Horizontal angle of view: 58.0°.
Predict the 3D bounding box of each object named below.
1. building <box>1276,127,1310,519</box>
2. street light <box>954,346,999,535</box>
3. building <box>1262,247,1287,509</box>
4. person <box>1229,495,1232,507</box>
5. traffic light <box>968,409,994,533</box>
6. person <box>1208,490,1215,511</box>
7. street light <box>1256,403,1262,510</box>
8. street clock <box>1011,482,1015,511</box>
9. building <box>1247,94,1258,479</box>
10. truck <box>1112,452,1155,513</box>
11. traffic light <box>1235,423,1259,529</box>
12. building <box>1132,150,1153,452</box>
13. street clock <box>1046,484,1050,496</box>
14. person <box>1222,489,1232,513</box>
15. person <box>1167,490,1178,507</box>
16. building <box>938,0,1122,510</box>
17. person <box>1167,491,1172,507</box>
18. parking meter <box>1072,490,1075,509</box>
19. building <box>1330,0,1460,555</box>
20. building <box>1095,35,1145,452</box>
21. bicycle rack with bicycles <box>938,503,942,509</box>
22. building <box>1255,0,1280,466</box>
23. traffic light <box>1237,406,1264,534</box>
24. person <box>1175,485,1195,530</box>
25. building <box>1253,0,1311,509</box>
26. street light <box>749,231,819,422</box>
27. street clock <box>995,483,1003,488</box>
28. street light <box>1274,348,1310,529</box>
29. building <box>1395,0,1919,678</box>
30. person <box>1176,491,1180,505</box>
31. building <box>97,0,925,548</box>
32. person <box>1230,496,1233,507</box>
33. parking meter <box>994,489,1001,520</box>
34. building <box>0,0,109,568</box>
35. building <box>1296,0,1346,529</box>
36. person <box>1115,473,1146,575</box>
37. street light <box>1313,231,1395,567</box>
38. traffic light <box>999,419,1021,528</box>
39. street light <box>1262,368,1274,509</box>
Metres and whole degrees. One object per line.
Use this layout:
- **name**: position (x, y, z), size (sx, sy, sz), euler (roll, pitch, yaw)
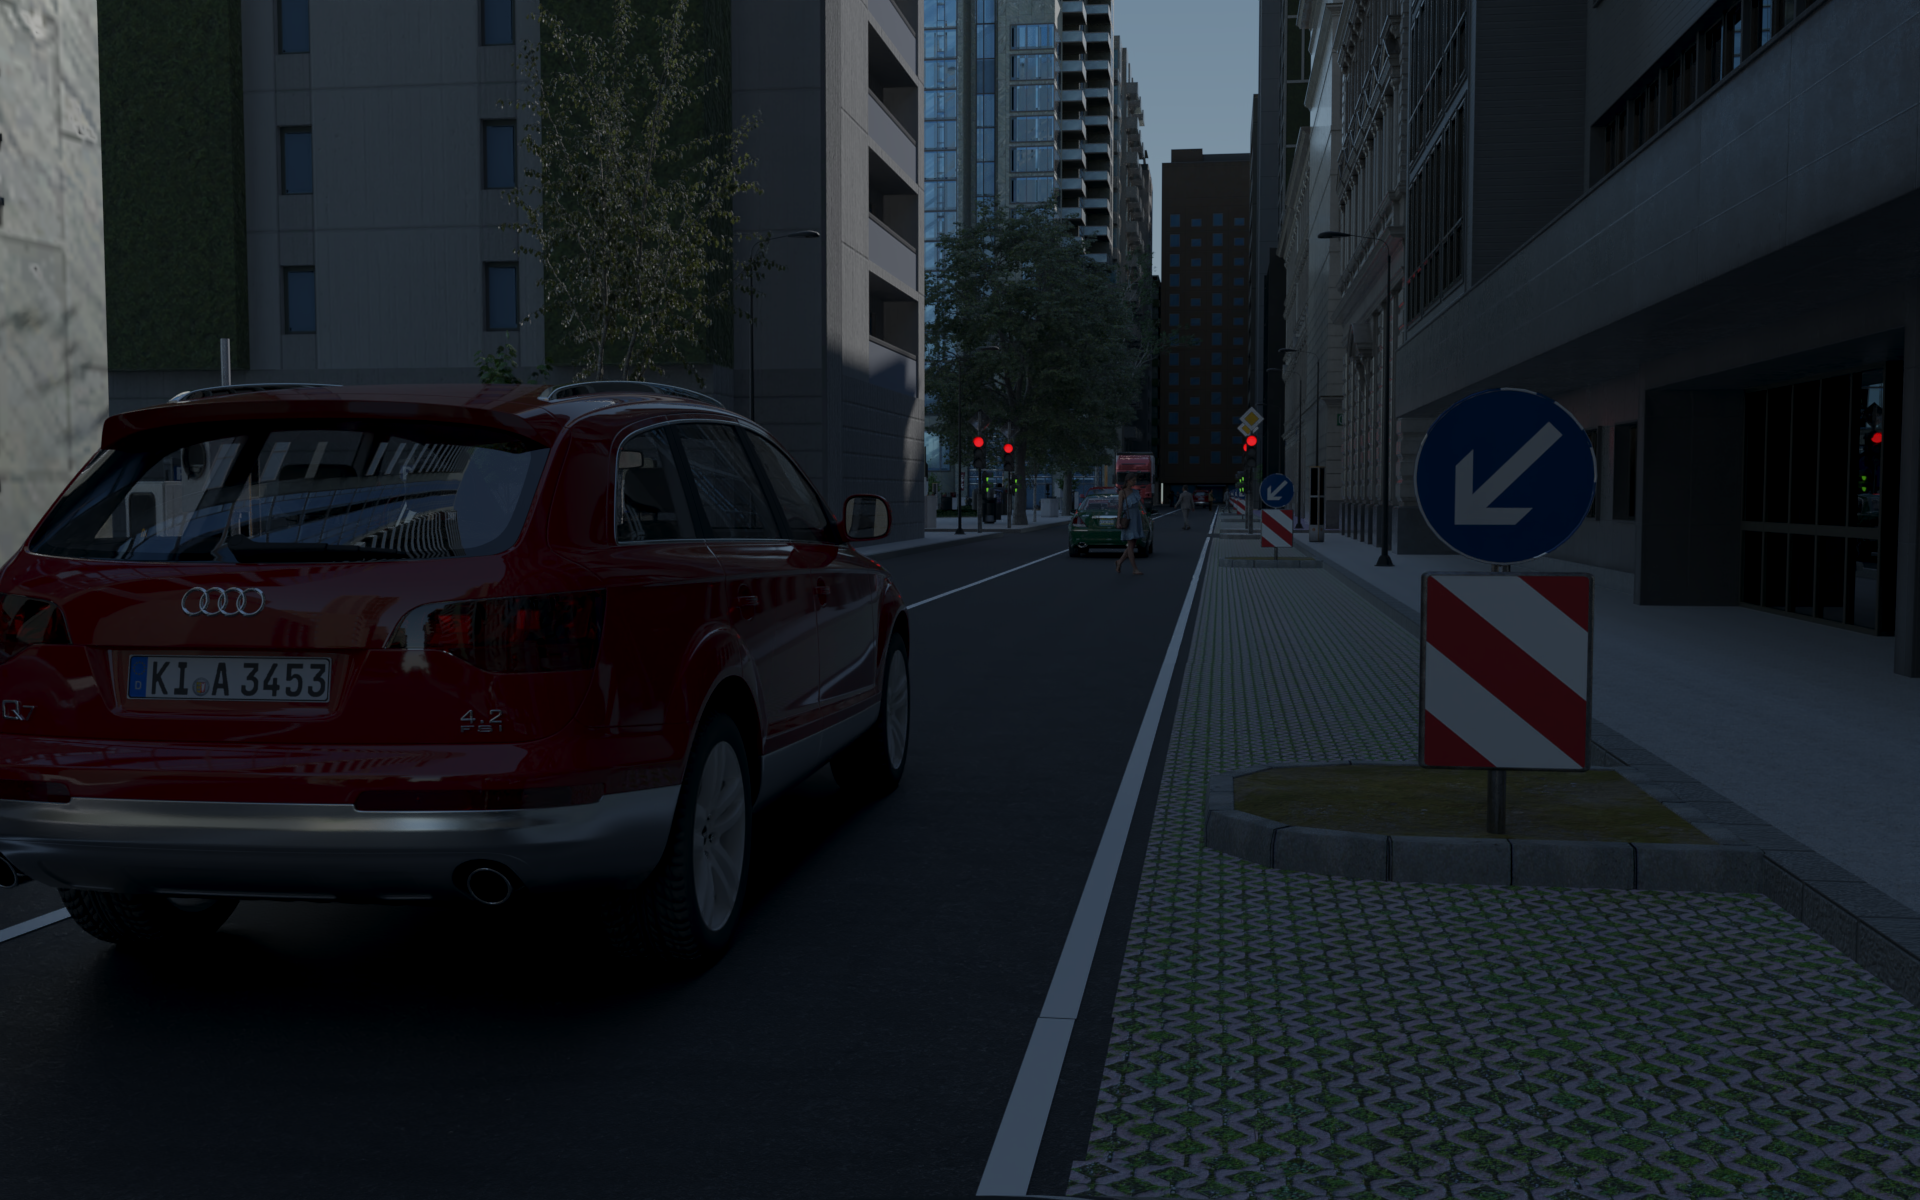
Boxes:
- **building**: position (26.313, -16.787, 110.629), size (11.583, 22.565, 21.152), euler (1, 4, 9)
- **street light**: position (0.528, -5.025, 54.697), size (1.470, 5.913, 1.316), euler (1, 4, 9)
- **building**: position (28.990, -18.299, 128.868), size (12.332, 23.373, 15.834), euler (1, 4, 9)
- **person**: position (26.856, -9.906, 170.462), size (1.348, 1.824, 0.705), euler (-3, 4, -39)
- **traffic light**: position (0.669, -4.159, 56.922), size (0.839, 4.253, 0.868), euler (1, 4, 9)
- **person**: position (21.031, -8.348, 145.081), size (0.705, 1.812, 1.348), euler (-1, 4, -13)
- **street light**: position (15.816, -7.098, 88.597), size (1.470, 5.913, 1.316), euler (1, 4, 9)
- **street clock**: position (2.734, -4.970, 85.834), size (0.471, 2.002, 0.358), euler (0, 4, 2)
- **building**: position (44.196, -35.221, 199.569), size (21.300, 48.544, 21.600), euler (1, 4, 9)
- **truck**: position (11.922, -7.884, 117.818), size (2.839, 4.237, 11.283), euler (0, 4, 7)
- **traffic light**: position (10.529, -4.563, 63.527), size (0.839, 4.253, 0.868), euler (1, 4, 9)
- **building**: position (15.988, -32.087, 208.209), size (14.086, 41.232, 14.154), euler (1, 4, 9)
- **street clock**: position (6.149, -7.136, 121.236), size (0.358, 2.002, 0.471), euler (1, 4, 9)
- **person**: position (20.158, -7.463, 130.620), size (0.850, 1.850, 0.679), euler (-1, 4, -10)
- **person**: position (22.835, -10.867, 186.196), size (1.348, 1.821, 0.705), euler (2, 4, 33)
- **building**: position (3.750, -51.487, 154.490), size (22.319, 86.520, 31.000), euler (1, 4, 9)
- **person**: position (23.131, -11.117, 190.273), size (0.705, 1.822, 1.348), euler (2, 4, 35)
- **parking meter**: position (6.629, -5.783, 102.960), size (0.372, 1.533, 0.369), euler (0, 3, 0)
- **building**: position (15.367, -13.179, 44.355), size (11.050, 23.489, 19.941), euler (1, 4, 9)
- **building**: position (8.228, -34.640, 185.978), size (23.786, 49.044, 30.456), euler (1, 4, 9)
- **bicycle rack with bicycles**: position (-2.302, -6.817, 124.837), size (2.925, 0.926, 2.852), euler (1, 4, 11)
- **building**: position (40.578, -38.695, 174.668), size (21.231, 58.520, 28.212), euler (1, 4, 9)
- **traffic light**: position (9.334, -4.080, 55.631), size (0.839, 4.253, 0.868), euler (1, 4, 9)
- **person**: position (9.026, -3.700, 69.273), size (0.678, 1.792, 0.850), euler (-2, 4, -25)
- **building**: position (36.092, -43.549, 150.274), size (20.563, 71.187, 20.611), euler (1, 4, 9)
- **street light**: position (-3.174, -3.563, 30.793), size (1.470, 5.913, 1.316), euler (1, 4, 9)
- **street clock**: position (2.567, -6.689, 113.933), size (0.471, 2.002, 0.358), euler (-3, 5, -41)
- **street light**: position (10.853, -5.061, 55.287), size (1.470, 5.913, 1.316), euler (1, 4, 9)
- **building**: position (13.595, -12.225, 18.942), size (14.314, 24.678, 30.058), euler (1, 4, 9)
- **person**: position (26.240, -12.241, 209.171), size (0.617, 1.759, 0.750), euler (3, 4, 37)
- **building**: position (-15.549, -30.856, 46.499), size (28.212, 58.520, 21.231), euler (1, 4, 9)
- **person**: position (29.353, -10.888, 187.239), size (1.217, 1.743, 0.721), euler (3, 4, 38)
- **parking meter**: position (1.860, -4.733, 85.795), size (0.372, 1.533, 0.369), euler (0, 3, 0)
- **building**: position (-19.648, -42.063, 0.395), size (22.319, 86.520, 31.000), euler (1, 4, 9)
- **building**: position (35.746, -17.777, 67.076), size (44.131, 29.872, 17.030), euler (1, 4, 9)
- **person**: position (2.976, -1.358, 30.790), size (0.616, 1.811, 0.778), euler (-2, 4, -35)
- **street light**: position (7.013, -3.557, 30.698), size (1.470, 5.913, 1.316), euler (1, 4, 9)
- **traffic light**: position (1.863, -4.642, 64.817), size (0.839, 4.253, 0.868), euler (1, 4, 9)
- **street light**: position (12.032, -5.600, 64.104), size (1.470, 5.913, 1.316), euler (1, 4, 9)
